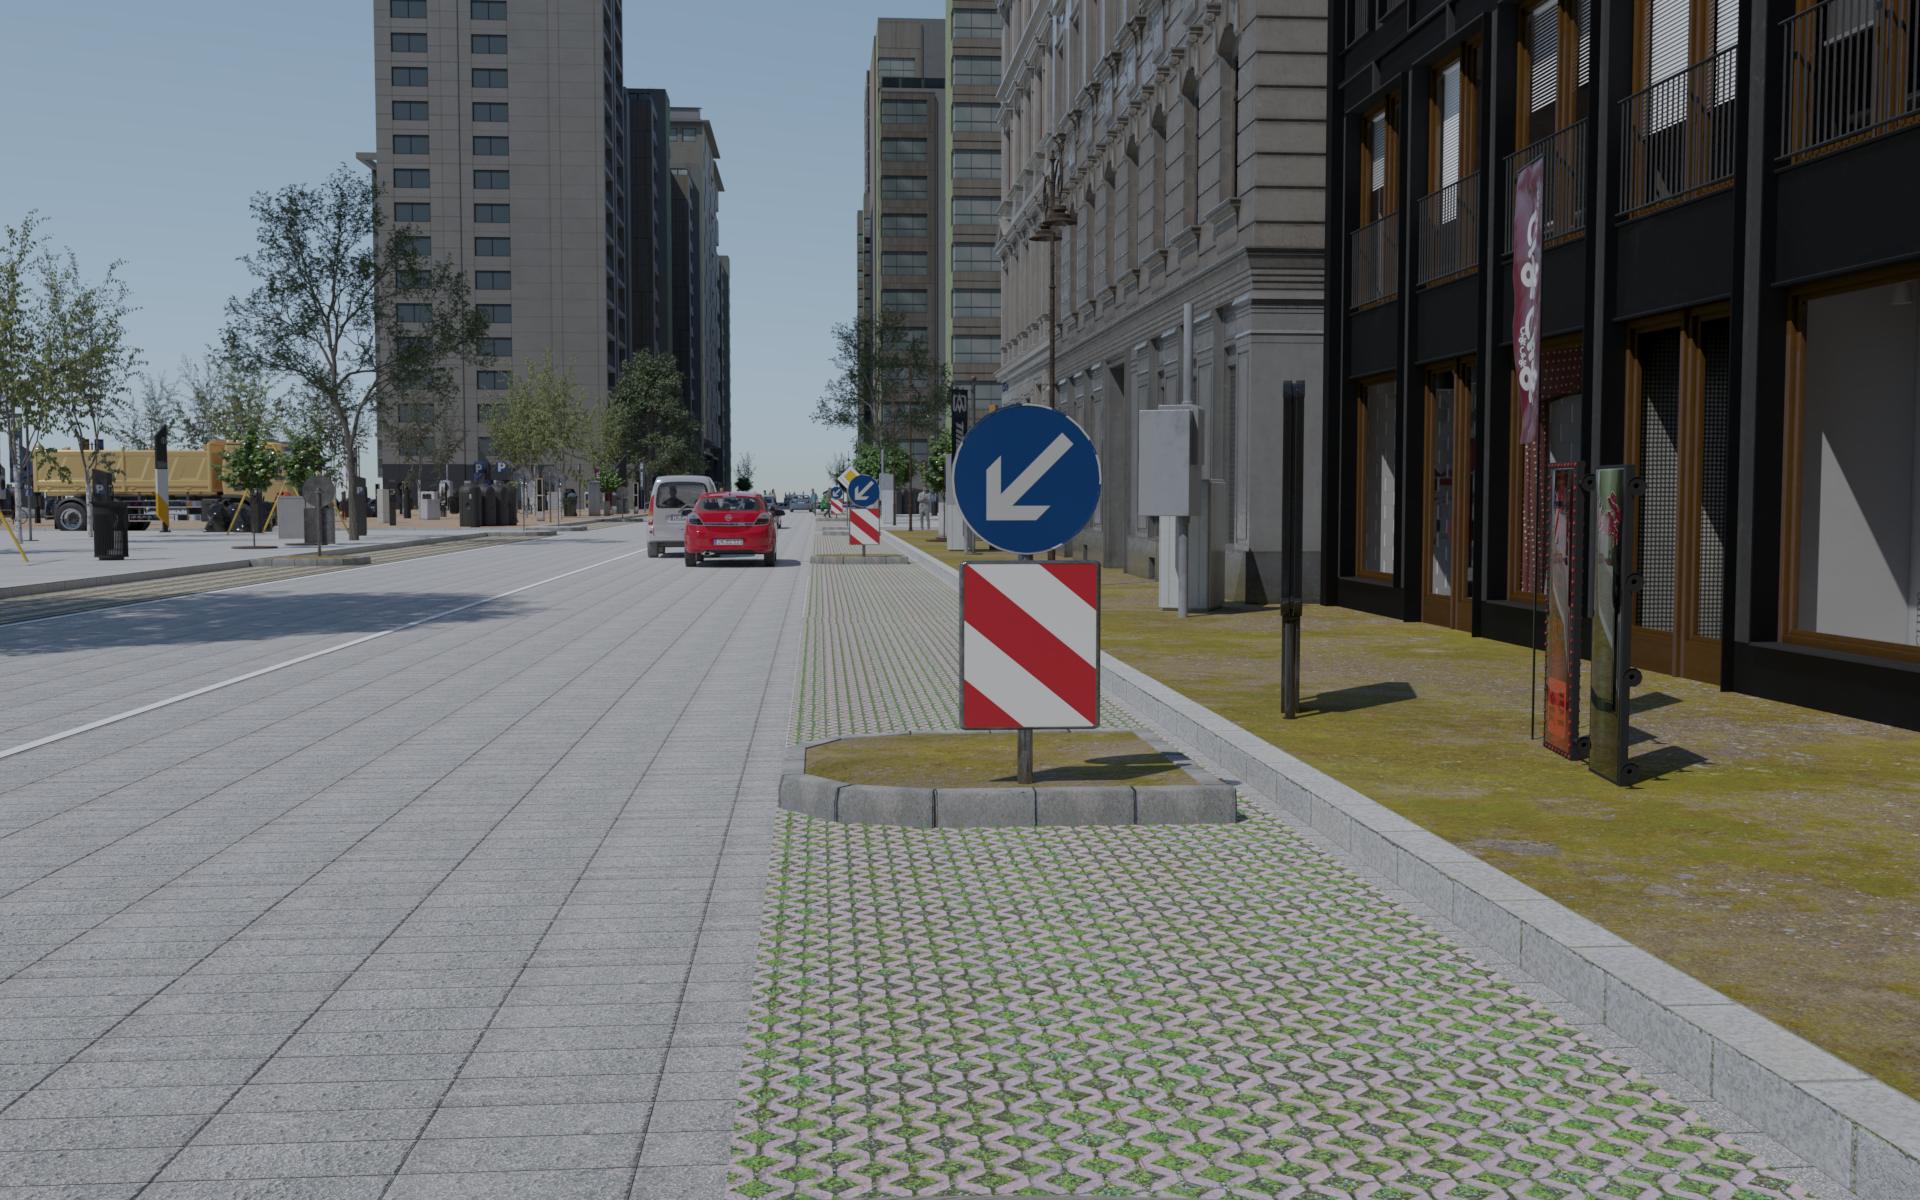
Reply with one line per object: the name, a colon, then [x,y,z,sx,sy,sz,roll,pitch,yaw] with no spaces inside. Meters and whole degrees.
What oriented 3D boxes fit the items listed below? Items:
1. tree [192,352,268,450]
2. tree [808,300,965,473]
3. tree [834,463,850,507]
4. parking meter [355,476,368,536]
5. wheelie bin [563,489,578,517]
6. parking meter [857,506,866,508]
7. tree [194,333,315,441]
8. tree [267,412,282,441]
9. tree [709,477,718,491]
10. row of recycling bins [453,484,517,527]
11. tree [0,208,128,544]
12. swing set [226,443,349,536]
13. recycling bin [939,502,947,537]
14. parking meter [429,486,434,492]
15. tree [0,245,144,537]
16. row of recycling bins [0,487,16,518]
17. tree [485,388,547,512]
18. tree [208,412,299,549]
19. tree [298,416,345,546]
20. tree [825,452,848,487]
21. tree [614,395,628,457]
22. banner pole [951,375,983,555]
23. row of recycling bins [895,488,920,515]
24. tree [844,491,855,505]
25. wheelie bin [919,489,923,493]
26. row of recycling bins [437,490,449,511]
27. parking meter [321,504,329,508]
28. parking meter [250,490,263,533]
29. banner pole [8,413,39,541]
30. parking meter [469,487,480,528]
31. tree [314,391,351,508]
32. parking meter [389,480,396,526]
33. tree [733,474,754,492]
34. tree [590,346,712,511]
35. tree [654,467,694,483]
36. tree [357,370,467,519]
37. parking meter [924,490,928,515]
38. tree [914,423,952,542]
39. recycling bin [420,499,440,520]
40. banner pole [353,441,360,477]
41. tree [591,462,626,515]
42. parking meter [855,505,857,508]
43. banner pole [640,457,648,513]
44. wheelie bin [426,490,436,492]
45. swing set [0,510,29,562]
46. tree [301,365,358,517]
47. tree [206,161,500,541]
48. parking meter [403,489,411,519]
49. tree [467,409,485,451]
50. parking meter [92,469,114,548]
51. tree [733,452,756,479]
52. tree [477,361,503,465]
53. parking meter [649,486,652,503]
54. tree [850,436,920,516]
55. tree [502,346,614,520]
tree: [-38.865,-8.482,89.050,4.360,8.622,3.978,0,3,0]
tree: [-3.414,-9.056,82.473,8.767,10.594,7.601,2,4,25]
tree: [-11.275,-11.930,178.774,4.285,4.588,4.351,0,3,0]
parking meter: [-18.401,-2.904,53.186,0.399,1.863,0.255,-1,4,-14]
wheelie bin: [-22.124,-5.526,98.263,0.980,1.594,0.693,2,4,30]
parking meter: [-7.054,-7.363,126.102,0.255,1.863,0.399,-3,5,-43]
tree: [-32.254,-7.818,78.180,4.737,8.622,4.395,0,3,0]
tree: [-48.849,-10.288,118.571,4.360,8.622,3.978,0,3,0]
tree: [-28.296,-12.296,195.647,1.663,3.219,1.824,0,3,0]
row of recycling bins: [-18.851,-3.812,69.445,1.069,1.692,3.534,1,4,16]
tree: [-23.991,-5.748,44.340,4.737,8.622,4.395,0,3,0]
swing set: [-21.311,-3.500,54.840,2.862,2.851,3.119,0,4,-1]
recycling bin: [-0.185,-2.426,52.215,0.722,1.027,0.722,2,4,24]
parking meter: [-35.977,-6.862,117.910,0.255,1.863,0.399,-1,4,-11]
tree: [-25.824,-6.146,50.847,4.360,8.622,3.978,0,3,0]
row of recycling bins: [-52.315,-5.391,95.256,1.069,1.692,3.534,1,4,13]
tree: [-31.852,-10.734,125.856,4.360,8.622,3.978,0,3,0]
tree: [-16.681,-2.826,40.806,1.663,3.219,1.824,0,3,0]
tree: [-16.259,-2.982,43.362,1.663,3.219,1.824,0,3,0]
tree: [-20.754,-21.071,294.877,4.360,8.622,3.978,0,3,0]
tree: [-26.029,-10.737,125.911,4.737,8.622,4.395,0,3,0]
banner pole: [0.114,-2.842,36.481,0.863,3.779,0.401,-3,5,-41]
row of recycling bins: [-3.482,-6.290,109.960,1.069,1.692,3.534,2,4,24]
tree: [-16.251,-15.643,250.365,1.663,3.219,1.824,0,3,0]
wheelie bin: [-2.559,-6.399,112.536,0.980,1.594,0.693,0,4,7]
row of recycling bins: [-40.106,-7.894,136.186,1.069,1.692,3.534,0,4,6]
parking meter: [-32.355,-4.880,88.197,0.372,1.533,0.369,0,3,0]
parking meter: [-23.013,-3.115,56.645,0.255,1.863,0.399,0,4,4]
banner pole: [-25.578,-3.498,47.205,0.863,3.779,0.401,1,4,15]
parking meter: [-18.630,-3.552,66.494,0.372,1.533,0.369,0,3,0]
tree: [-38.550,-9.358,103.362,4.737,8.622,4.395,0,3,0]
parking meter: [-23.012,-3.946,70.229,0.255,1.863,0.399,-1,4,-17]
tree: [-35.497,-18.366,283.996,4.285,4.588,4.351,0,3,0]
tree: [-24.047,-13.301,134.486,9.611,12.733,9.660,0,3,0]
tree: [-24.595,-10.122,149.205,4.285,4.588,4.351,0,3,0]
tree: [-27.881,-8.439,88.344,4.360,8.622,3.978,0,3,0]
parking meter: [-2.035,-5.854,104.125,0.372,1.533,0.369,0,3,0]
tree: [-0.203,-3.337,49.157,1.663,3.219,1.824,0,3,0]
recycling bin: [-26.268,-4.485,85.878,0.722,1.027,0.722,-3,5,-43]
banner pole: [-28.493,-5.619,81.880,0.401,3.779,0.863,0,4,4]
tree: [-21.692,-6.763,105.177,1.663,3.219,1.824,0,3,0]
parking meter: [-7.510,-7.422,127.052,0.255,1.863,0.399,-2,4,-24]
banner pole: [-21.598,-7.827,117.994,0.401,3.779,0.863,-3,5,-40]
wheelie bin: [-37.354,-7.003,122.405,0.980,1.594,0.693,-1,4,-10]
swing set: [-18.492,-2.022,30.688,2.862,2.851,3.119,-1,4,-16]
tree: [-35.510,-9.086,98.920,4.360,8.622,3.978,0,3,0]
tree: [-16.742,-6.945,47.960,8.767,10.594,7.601,0,4,0]
parking meter: [-28.991,-5.041,90.837,0.372,1.533,0.369,0,3,0]
tree: [-38.803,-10.986,129.990,4.360,8.622,3.978,0,3,0]
parking meter: [-19.793,-2.099,40.026,0.399,1.863,0.255,0,4,-1]
tree: [-36.293,-20.917,292.351,4.360,8.622,3.978,0,3,0]
tree: [-23.304,-8.655,91.867,4.737,8.622,4.395,0,3,0]
parking meter: [-22.403,-7.323,125.441,0.255,1.863,0.399,-1,4,-9]
tree: [-4.000,-7.178,101.075,4.285,4.588,4.351,0,3,0]
tree: [-19.885,-8.297,86.022,4.737,8.622,4.395,0,3,0]
